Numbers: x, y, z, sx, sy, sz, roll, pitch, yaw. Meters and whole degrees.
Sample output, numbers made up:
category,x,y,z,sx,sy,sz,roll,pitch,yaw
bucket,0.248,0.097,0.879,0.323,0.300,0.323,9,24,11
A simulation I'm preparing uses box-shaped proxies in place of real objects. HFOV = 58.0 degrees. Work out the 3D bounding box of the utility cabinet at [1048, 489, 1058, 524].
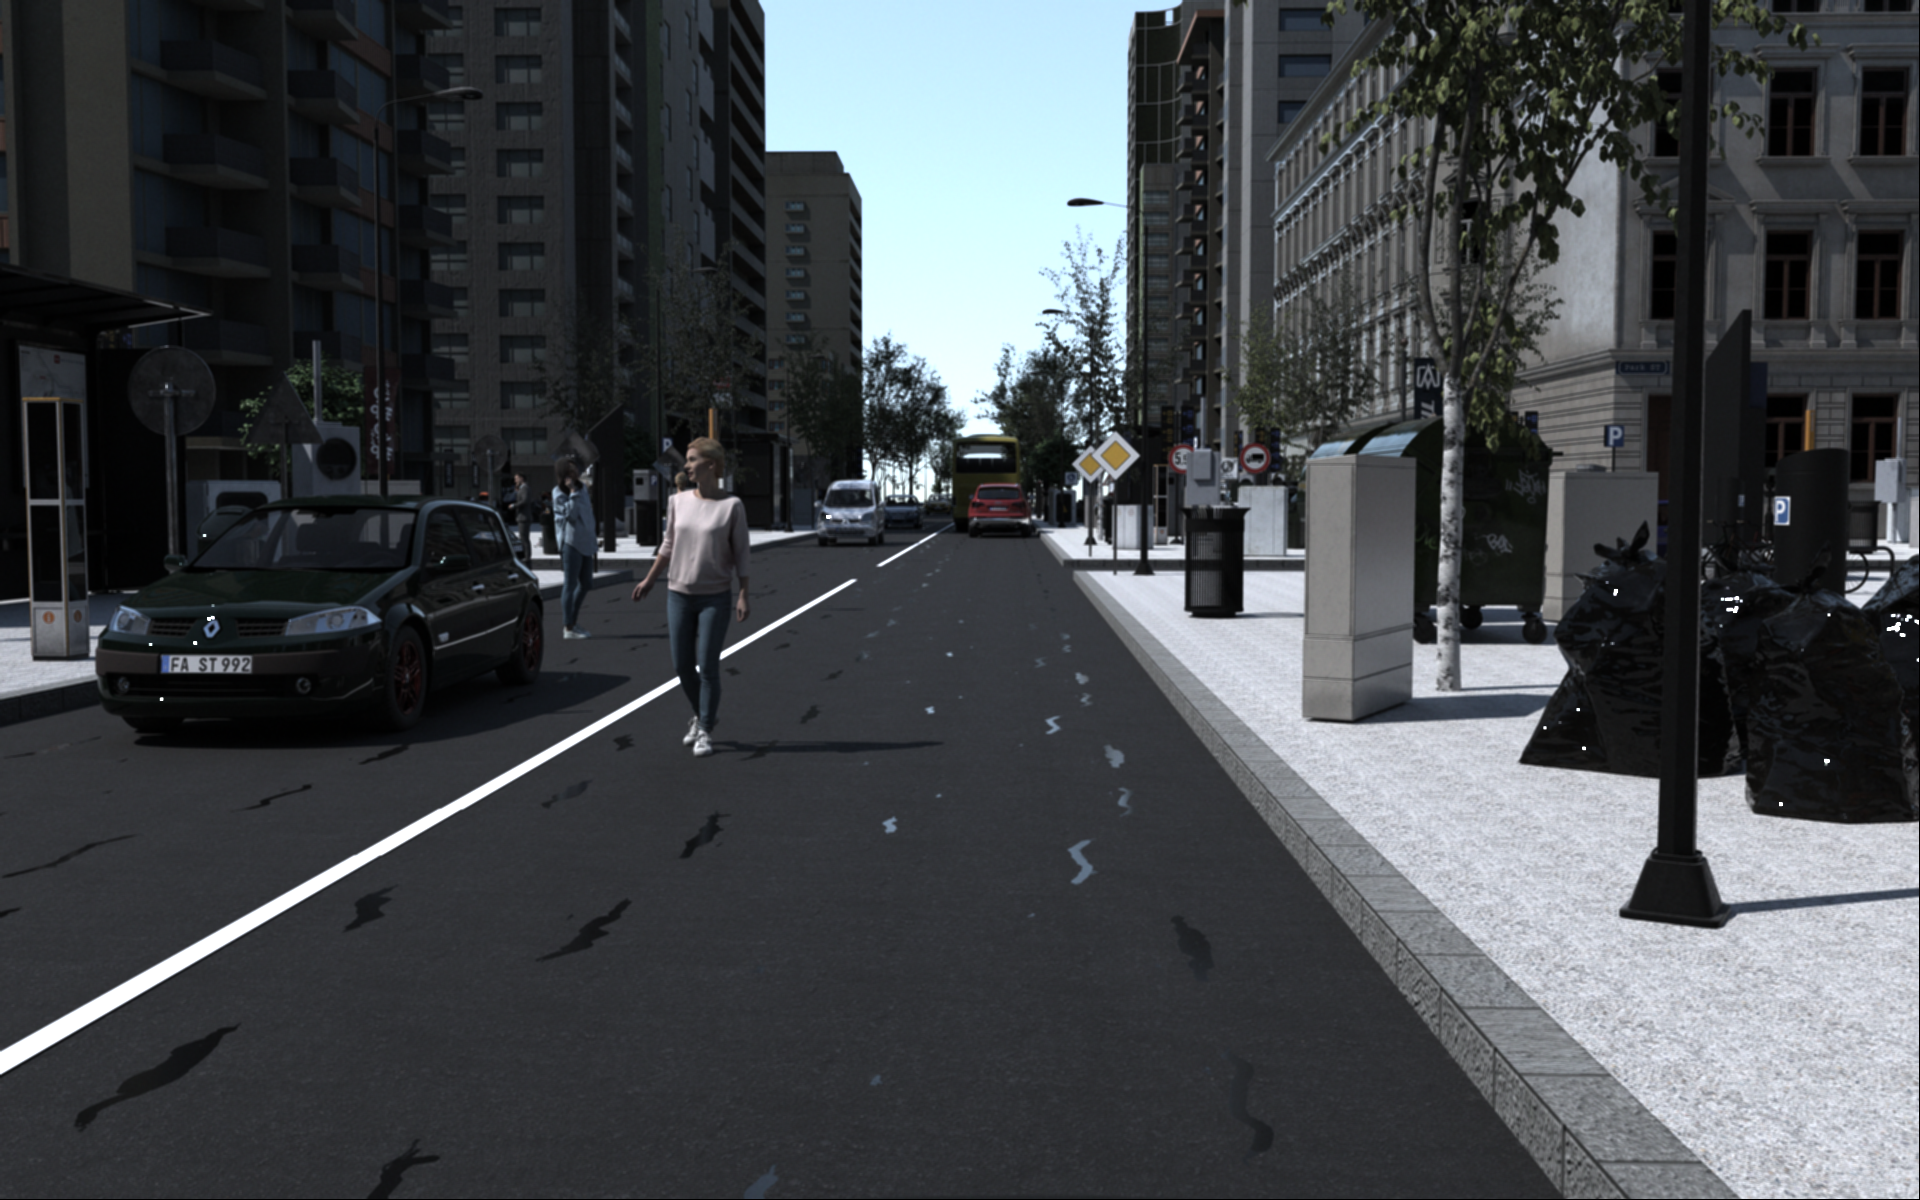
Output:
category,x,y,z,sx,sy,sz,roll,pitch,yaw
utility cabinet,3.947,-3.921,72.788,0.318,1.500,1.173,1,4,11

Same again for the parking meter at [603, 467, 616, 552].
category,x,y,z,sx,sy,sz,roll,pitch,yaw
parking meter,-7.741,-1.989,38.236,0.255,1.863,0.399,-1,4,-10

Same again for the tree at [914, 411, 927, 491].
category,x,y,z,sx,sy,sz,roll,pitch,yaw
tree,-4.158,-10.801,126.962,4.360,8.622,3.978,0,3,0

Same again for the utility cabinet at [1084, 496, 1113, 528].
category,x,y,z,sx,sy,sz,roll,pitch,yaw
utility cabinet,5.231,-3.318,65.410,1.020,1.237,0.306,1,4,17

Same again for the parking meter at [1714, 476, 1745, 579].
category,x,y,z,sx,sy,sz,roll,pitch,yaw
parking meter,11.095,-1.013,24.978,0.372,1.533,0.369,0,3,0

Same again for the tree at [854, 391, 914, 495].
category,x,y,z,sx,sy,sz,roll,pitch,yaw
tree,-5.314,-10.101,115.521,4.360,8.622,3.978,0,3,0

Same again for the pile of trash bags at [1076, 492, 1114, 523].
category,x,y,z,sx,sy,sz,roll,pitch,yaw
pile of trash bags,6.285,-4.188,78.225,1.912,1.369,3.447,2,4,29

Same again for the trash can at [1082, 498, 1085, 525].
category,x,y,z,sx,sy,sz,roll,pitch,yaw
trash can,5.197,-3.491,68.731,0.748,1.137,0.748,0,3,0

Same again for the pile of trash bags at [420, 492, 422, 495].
category,x,y,z,sx,sy,sz,roll,pitch,yaw
pile of trash bags,-16.812,-2.735,54.462,1.912,1.369,3.447,-2,4,-30

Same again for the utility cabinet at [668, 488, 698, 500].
category,x,y,z,sx,sy,sz,roll,pitch,yaw
utility cabinet,-9.634,-3.177,60.624,1.173,1.500,0.318,0,4,0

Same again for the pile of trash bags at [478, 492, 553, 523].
category,x,y,z,sx,sy,sz,roll,pitch,yaw
pile of trash bags,-22.385,-4.690,86.432,3.447,1.369,1.912,0,4,8

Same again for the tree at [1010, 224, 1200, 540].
category,x,y,z,sx,sy,sz,roll,pitch,yaw
tree,4.106,-5.955,47.722,4.360,8.622,3.978,0,3,0

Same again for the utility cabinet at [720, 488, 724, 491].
category,x,y,z,sx,sy,sz,roll,pitch,yaw
utility cabinet,-9.478,-3.578,67.184,1.173,1.500,0.318,1,4,13

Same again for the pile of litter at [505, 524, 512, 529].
category,x,y,z,sx,sy,sz,roll,pitch,yaw
pile of litter,-17.194,-2.993,62.908,1.719,0.858,1.176,0,4,-4

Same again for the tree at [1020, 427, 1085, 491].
category,x,y,z,sx,sy,sz,roll,pitch,yaw
tree,4.872,-6.159,84.417,4.285,4.588,4.351,0,3,0

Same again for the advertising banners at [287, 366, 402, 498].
category,x,y,z,sx,sy,sz,roll,pitch,yaw
advertising banners,-8.566,-1.667,23.439,2.074,3.025,0.090,-2,4,-34

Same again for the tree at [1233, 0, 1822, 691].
category,x,y,z,sx,sy,sz,roll,pitch,yaw
tree,3.431,-3.711,11.041,4.737,8.622,4.395,0,3,0

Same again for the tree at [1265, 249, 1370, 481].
category,x,y,z,sx,sy,sz,roll,pitch,yaw
tree,11.246,-6.281,53.054,4.360,8.622,3.978,0,3,0

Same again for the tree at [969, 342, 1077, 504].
category,x,y,z,sx,sy,sz,roll,pitch,yaw
tree,8.058,-22.061,216.578,12.611,20.169,13.585,0,3,0

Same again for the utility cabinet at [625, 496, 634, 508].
category,x,y,z,sx,sy,sz,roll,pitch,yaw
utility cabinet,-12.612,-3.433,67.298,1.020,1.237,0.306,-3,5,-40

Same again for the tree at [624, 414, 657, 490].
category,x,y,z,sx,sy,sz,roll,pitch,yaw
tree,-13.765,-5.368,71.473,4.285,4.588,4.351,0,3,0

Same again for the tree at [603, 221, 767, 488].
category,x,y,z,sx,sy,sz,roll,pitch,yaw
tree,-7.020,-5.886,46.593,4.360,8.622,3.978,0,3,0

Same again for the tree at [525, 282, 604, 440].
category,x,y,z,sx,sy,sz,roll,pitch,yaw
tree,-12.700,-6.685,59.665,4.360,8.622,3.978,0,3,0

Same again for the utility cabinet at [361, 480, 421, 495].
category,x,y,z,sx,sy,sz,roll,pitch,yaw
utility cabinet,-9.366,-1.185,28.060,1.173,1.500,0.318,-2,4,-31

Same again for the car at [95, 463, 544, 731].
category,x,y,z,sx,sy,sz,roll,pitch,yaw
car,-4.126,-0.118,11.723,2.009,1.686,4.222,0,4,3

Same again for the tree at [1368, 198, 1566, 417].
category,x,y,z,sx,sy,sz,roll,pitch,yaw
tree,12.786,-5.631,42.429,4.360,8.622,3.978,0,3,0

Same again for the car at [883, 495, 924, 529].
category,x,y,z,sx,sy,sz,roll,pitch,yaw
car,-2.501,-3.756,73.419,2.014,1.417,4.499,0,4,1

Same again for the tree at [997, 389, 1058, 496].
category,x,y,z,sx,sy,sz,roll,pitch,yaw
tree,7.121,-15.857,177.395,7.486,12.596,7.792,0,3,0

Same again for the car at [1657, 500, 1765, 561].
category,x,y,z,sx,sy,sz,roll,pitch,yaw
car,12.482,-1.169,31.690,3.894,1.354,1.945,0,4,2

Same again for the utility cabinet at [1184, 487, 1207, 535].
category,x,y,z,sx,sy,sz,roll,pitch,yaw
utility cabinet,7.035,-2.742,53.509,1.173,1.500,0.318,1,4,13

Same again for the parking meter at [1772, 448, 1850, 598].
category,x,y,z,sx,sy,sz,roll,pitch,yaw
parking meter,4.787,-0.083,9.770,0.372,1.533,0.369,0,3,0

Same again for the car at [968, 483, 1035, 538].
category,x,y,z,sx,sy,sz,roll,pitch,yaw
car,1.391,-3.060,58.708,2.281,1.827,5.304,0,4,3

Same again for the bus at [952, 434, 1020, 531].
category,x,y,z,sx,sy,sz,roll,pitch,yaw
bus,1.063,-4.800,70.033,2.896,3.916,12.252,0,4,1

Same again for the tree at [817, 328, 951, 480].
category,x,y,z,sx,sy,sz,roll,pitch,yaw
tree,-4.832,-9.982,97.621,7.601,10.594,8.767,2,4,34

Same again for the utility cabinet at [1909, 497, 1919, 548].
category,x,y,z,sx,sy,sz,roll,pitch,yaw
utility cabinet,22.761,-1.814,40.818,0.306,1.237,1.020,0,4,4

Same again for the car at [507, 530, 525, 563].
category,x,y,z,sx,sy,sz,roll,pitch,yaw
car,-9.815,-1.264,30.451,4.222,1.686,2.009,0,4,3

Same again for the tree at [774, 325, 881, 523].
category,x,y,z,sx,sy,sz,roll,pitch,yaw
tree,-6.261,-7.657,75.550,4.737,8.622,4.395,0,3,0

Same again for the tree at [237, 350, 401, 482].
category,x,y,z,sx,sy,sz,roll,pitch,yaw
tree,-14.123,-3.357,38.601,4.285,4.588,4.351,0,3,0

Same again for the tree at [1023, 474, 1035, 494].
category,x,y,z,sx,sy,sz,roll,pitch,yaw
tree,6.183,-9.809,154.973,1.663,3.219,1.824,0,3,0

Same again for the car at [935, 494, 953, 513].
category,x,y,z,sx,sy,sz,roll,pitch,yaw
car,-0.962,-7.540,135.079,2.131,1.459,4.920,0,4,2

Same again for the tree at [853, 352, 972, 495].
category,x,y,z,sx,sy,sz,roll,pitch,yaw
tree,-4.149,-14.594,148.977,12.009,13.543,11.850,0,3,0

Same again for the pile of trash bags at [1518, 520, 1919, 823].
category,x,y,z,sx,sy,sz,roll,pitch,yaw
pile of trash bags,4.004,0.152,7.274,1.912,1.369,3.447,-1,4,-20

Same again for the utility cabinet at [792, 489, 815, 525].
category,x,y,z,sx,sy,sz,roll,pitch,yaw
utility cabinet,-6.495,-3.805,70.887,1.173,1.500,0.318,2,4,34

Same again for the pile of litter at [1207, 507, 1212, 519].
category,x,y,z,sx,sy,sz,roll,pitch,yaw
pile of litter,8.144,-2.751,58.948,1.176,0.858,1.719,0,4,5

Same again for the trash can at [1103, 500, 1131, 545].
category,x,y,z,sx,sy,sz,roll,pitch,yaw
trash can,3.986,-1.979,44.016,0.748,1.137,0.748,0,3,0

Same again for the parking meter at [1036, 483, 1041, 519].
category,x,y,z,sx,sy,sz,roll,pitch,yaw
parking meter,4.111,-5.167,90.191,0.255,1.863,0.399,0,4,3

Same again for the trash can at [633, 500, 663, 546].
category,x,y,z,sx,sy,sz,roll,pitch,yaw
trash can,-7.665,-1.895,42.635,0.748,1.137,0.748,0,3,0

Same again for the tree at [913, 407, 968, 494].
category,x,y,z,sx,sy,sz,roll,pitch,yaw
tree,-2.557,-16.943,202.766,9.928,11.665,9.643,0,3,0

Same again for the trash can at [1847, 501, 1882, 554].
category,x,y,z,sx,sy,sz,roll,pitch,yaw
trash can,19.265,-1.550,37.001,0.748,1.137,0.748,0,3,0

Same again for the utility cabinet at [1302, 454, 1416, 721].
category,x,y,z,sx,sy,sz,roll,pitch,yaw
utility cabinet,2.347,-0.092,10.177,0.318,1.500,1.173,2,4,30

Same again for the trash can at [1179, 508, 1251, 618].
category,x,y,z,sx,sy,sz,roll,pitch,yaw
trash can,2.653,-0.393,18.071,0.748,1.137,0.748,0,3,0

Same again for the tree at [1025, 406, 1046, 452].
category,x,y,z,sx,sy,sz,roll,pitch,yaw
tree,6.808,-11.382,136.463,4.737,8.622,4.395,0,3,0

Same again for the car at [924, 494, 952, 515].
category,x,y,z,sx,sy,sz,roll,pitch,yaw
car,-1.520,-6.835,121.975,2.015,1.641,3.980,0,4,0

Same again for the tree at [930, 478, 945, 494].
category,x,y,z,sx,sy,sz,roll,pitch,yaw
tree,-2.288,-11.831,188.037,1.663,3.219,1.824,0,3,0

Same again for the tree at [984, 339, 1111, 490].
category,x,y,z,sx,sy,sz,roll,pitch,yaw
tree,5.852,-10.381,104.147,7.601,10.594,8.767,3,5,40

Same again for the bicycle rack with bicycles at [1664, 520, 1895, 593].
category,x,y,z,sx,sy,sz,roll,pitch,yaw
bicycle rack with bicycles,10.771,-0.588,23.002,2.925,0.926,2.852,0,4,-4

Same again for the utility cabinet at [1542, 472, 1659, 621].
category,x,y,z,sx,sy,sz,roll,pitch,yaw
utility cabinet,6.448,-0.537,17.458,1.173,1.500,0.318,-1,4,-21

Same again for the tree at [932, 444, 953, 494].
category,x,y,z,sx,sy,sz,roll,pitch,yaw
tree,-2.113,-18.381,250.897,4.737,8.622,4.395,0,3,0
